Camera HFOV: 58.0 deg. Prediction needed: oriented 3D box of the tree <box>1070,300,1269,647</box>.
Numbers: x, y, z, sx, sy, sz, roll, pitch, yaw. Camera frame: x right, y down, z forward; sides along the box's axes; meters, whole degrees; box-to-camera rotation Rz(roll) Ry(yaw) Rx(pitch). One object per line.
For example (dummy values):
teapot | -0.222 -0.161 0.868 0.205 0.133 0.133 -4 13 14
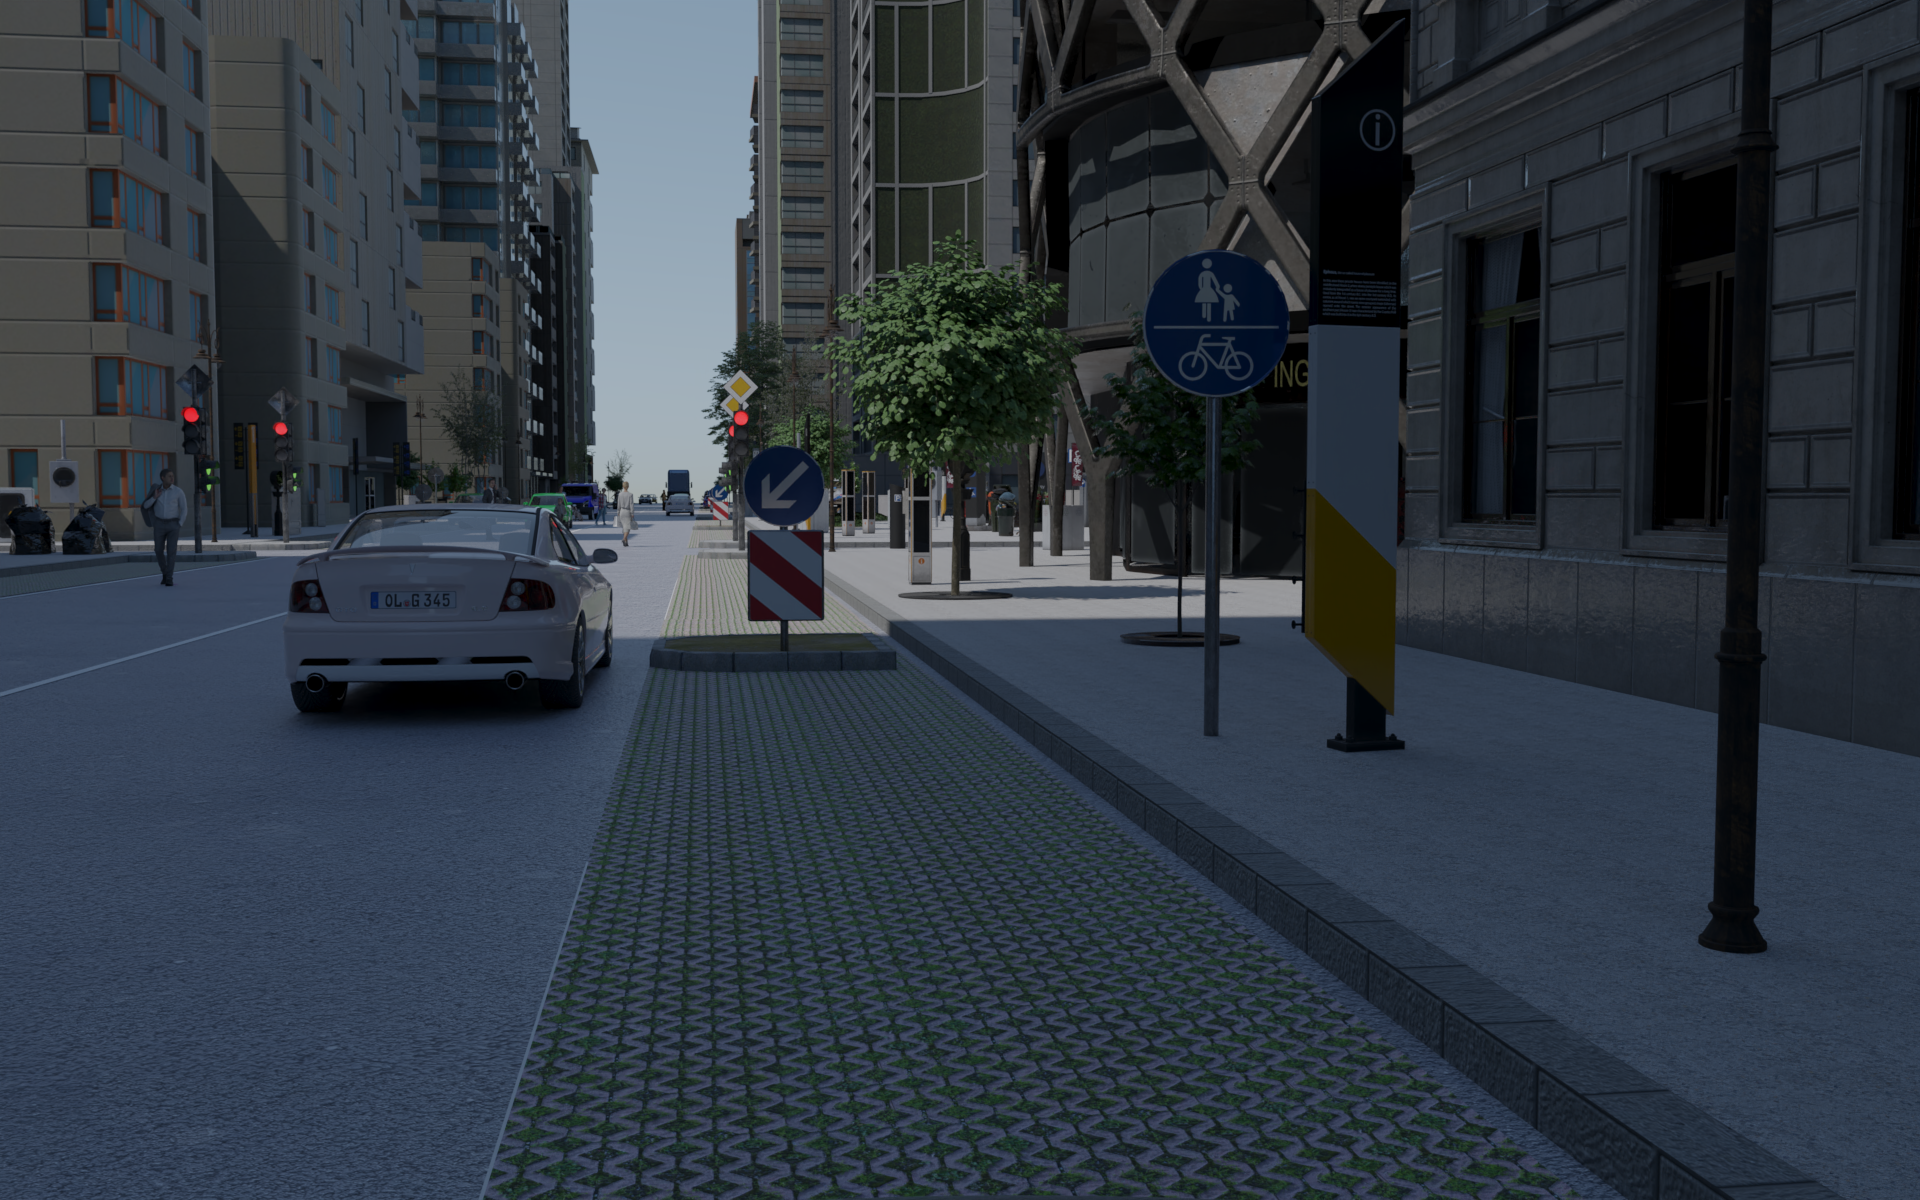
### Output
tree | 1.773 -1.241 14.898 1.663 3.219 1.824 0 3 0

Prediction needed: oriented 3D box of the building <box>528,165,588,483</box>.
building | -52.788 -32.154 209.305 14.154 41.232 14.086 -1 4 -8

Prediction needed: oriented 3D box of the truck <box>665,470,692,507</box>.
truck | -29.968 -11.888 184.132 2.967 4.110 18.799 -1 4 -9

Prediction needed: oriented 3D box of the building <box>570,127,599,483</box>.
building | -67.213 -40.443 250.488 28.713 52.752 27.495 -1 4 -8

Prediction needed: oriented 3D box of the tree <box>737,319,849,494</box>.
tree | -6.818 -7.548 73.765 4.360 8.622 3.978 0 3 0

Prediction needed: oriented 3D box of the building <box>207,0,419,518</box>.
building | -44.707 -30.820 93.153 28.713 52.752 27.495 -1 4 -8

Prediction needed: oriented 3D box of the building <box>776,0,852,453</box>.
building | -6.930 -27.443 132.292 14.154 41.232 14.086 -1 4 -8

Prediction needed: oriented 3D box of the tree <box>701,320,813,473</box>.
tree | -13.193 -11.942 113.384 7.486 12.596 7.792 0 3 0

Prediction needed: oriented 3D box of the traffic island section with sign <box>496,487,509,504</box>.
traffic island section with sign | -25.021 -5.271 94.809 1.989 1.847 2.006 -1 4 -8

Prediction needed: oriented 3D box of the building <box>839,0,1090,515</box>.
building | 1.892 -41.064 109.645 20.563 71.187 20.611 -1 4 -8

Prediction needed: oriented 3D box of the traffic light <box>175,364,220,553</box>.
traffic light | -16.501 -2.969 37.457 0.839 4.253 0.868 -1 4 -8

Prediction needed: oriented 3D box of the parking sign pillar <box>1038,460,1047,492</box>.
parking sign pillar | 4.357 -6.828 100.111 1.447 3.967 1.447 -1 4 -9

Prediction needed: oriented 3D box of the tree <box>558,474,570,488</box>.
tree | -38.078 -10.564 167.323 1.663 3.219 1.824 0 3 0

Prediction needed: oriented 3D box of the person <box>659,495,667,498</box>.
person | -41.438 -14.285 242.189 1.348 1.807 0.705 2 4 26

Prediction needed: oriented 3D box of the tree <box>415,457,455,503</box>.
tree | -27.680 -5.878 90.698 1.663 3.219 1.824 0 3 0

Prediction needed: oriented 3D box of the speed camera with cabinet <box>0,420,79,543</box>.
speed camera with cabinet | -24.414 -3.143 45.723 2.038 3.252 0.660 -2 4 -25

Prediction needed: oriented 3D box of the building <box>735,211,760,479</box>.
building | -28.296 -38.116 273.304 14.600 45.320 14.200 -1 4 -8

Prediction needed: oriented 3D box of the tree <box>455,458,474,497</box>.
tree | -27.194 -6.048 93.484 1.663 3.219 1.824 0 3 0

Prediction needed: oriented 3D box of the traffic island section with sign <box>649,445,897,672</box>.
traffic island section with sign | -1.640 -0.378 14.805 1.989 1.847 2.006 -1 4 -8

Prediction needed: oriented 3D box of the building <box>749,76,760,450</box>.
building | -10.787 -32.252 181.945 22.147 44.769 28.867 -1 4 -8

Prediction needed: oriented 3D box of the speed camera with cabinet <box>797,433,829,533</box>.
speed camera with cabinet | -5.076 -3.826 56.895 0.660 3.252 2.038 2 4 27

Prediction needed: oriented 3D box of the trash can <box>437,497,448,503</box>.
trash can | -29.220 -5.259 97.642 0.748 1.137 0.748 0 3 0

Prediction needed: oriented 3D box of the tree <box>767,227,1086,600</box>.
tree | -0.137 -2.309 21.471 4.285 4.588 4.351 0 3 0

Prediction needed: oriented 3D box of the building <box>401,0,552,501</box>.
building | -51.049 -33.096 160.732 23.786 49.044 30.456 -1 4 -8

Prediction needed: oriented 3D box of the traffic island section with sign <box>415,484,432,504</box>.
traffic island section with sign | -21.054 -3.629 67.956 1.989 1.847 2.006 -1 4 -8

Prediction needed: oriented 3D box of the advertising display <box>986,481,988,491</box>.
advertising display | 1.232 -4.769 83.184 0.123 1.923 0.974 0 4 8

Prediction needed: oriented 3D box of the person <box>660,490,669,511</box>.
person | -25.295 -8.535 148.135 0.705 1.812 1.348 1 4 23

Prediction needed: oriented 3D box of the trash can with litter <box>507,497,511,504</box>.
trash can with litter | -31.032 -6.610 119.462 1.055 1.170 0.624 0 4 8

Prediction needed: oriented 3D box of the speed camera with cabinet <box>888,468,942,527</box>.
speed camera with cabinet | -1.739 -4.416 66.545 2.038 3.252 0.660 1 4 20

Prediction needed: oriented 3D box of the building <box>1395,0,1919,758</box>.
building | 9.669 -8.660 6.222 10.561 19.102 19.286 -1 4 -8

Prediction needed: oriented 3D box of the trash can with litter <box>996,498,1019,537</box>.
trash can with litter | 1.630 -2.512 52.459 1.055 1.170 0.624 0 4 -4

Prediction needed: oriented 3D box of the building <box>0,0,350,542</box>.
building | -38.167 -13.059 58.550 27.650 21.520 28.899 -1 4 -8

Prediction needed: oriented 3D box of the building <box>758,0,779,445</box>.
building | -7.230 -37.374 153.058 21.231 58.520 28.212 -1 4 -8

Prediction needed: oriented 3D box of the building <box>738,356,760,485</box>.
building | -15.225 -23.502 229.299 27.650 21.520 28.899 -1 4 -8

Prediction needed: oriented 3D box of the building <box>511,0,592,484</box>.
building | -59.107 -48.159 225.656 20.563 71.187 20.611 -1 4 -8

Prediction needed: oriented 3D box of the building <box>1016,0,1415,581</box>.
building | 9.200 -9.958 30.258 16.820 18.784 16.811 -1 4 -8

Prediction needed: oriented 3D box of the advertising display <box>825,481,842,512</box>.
advertising display | -6.139 -4.827 84.136 0.974 1.923 0.123 1 4 14

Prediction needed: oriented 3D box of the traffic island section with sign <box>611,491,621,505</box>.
traffic island section with sign | -44.263 -13.228 224.902 1.989 1.847 2.006 -1 4 -8

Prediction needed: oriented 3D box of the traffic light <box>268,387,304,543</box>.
traffic light | -17.670 -3.452 45.357 0.839 4.253 0.868 -1 4 -8

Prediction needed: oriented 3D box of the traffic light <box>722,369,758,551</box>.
traffic light | -4.968 -3.074 39.173 0.839 4.253 0.868 -1 4 -8

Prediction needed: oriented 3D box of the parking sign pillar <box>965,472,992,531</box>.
parking sign pillar | 0.543 -4.384 60.157 1.447 3.967 1.447 1 4 14

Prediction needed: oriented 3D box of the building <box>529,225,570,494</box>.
building | -49.402 -25.218 184.022 14.160 30.474 14.107 -1 4 -8

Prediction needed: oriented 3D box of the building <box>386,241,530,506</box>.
building | -48.385 -17.524 131.561 27.650 21.520 28.899 -1 4 -8

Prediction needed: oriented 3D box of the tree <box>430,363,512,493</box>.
tree | -27.918 -9.064 98.561 4.360 8.622 3.978 0 3 0

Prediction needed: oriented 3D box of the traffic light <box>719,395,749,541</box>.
traffic light | -6.136 -3.557 47.072 0.839 4.253 0.868 -1 4 -8
